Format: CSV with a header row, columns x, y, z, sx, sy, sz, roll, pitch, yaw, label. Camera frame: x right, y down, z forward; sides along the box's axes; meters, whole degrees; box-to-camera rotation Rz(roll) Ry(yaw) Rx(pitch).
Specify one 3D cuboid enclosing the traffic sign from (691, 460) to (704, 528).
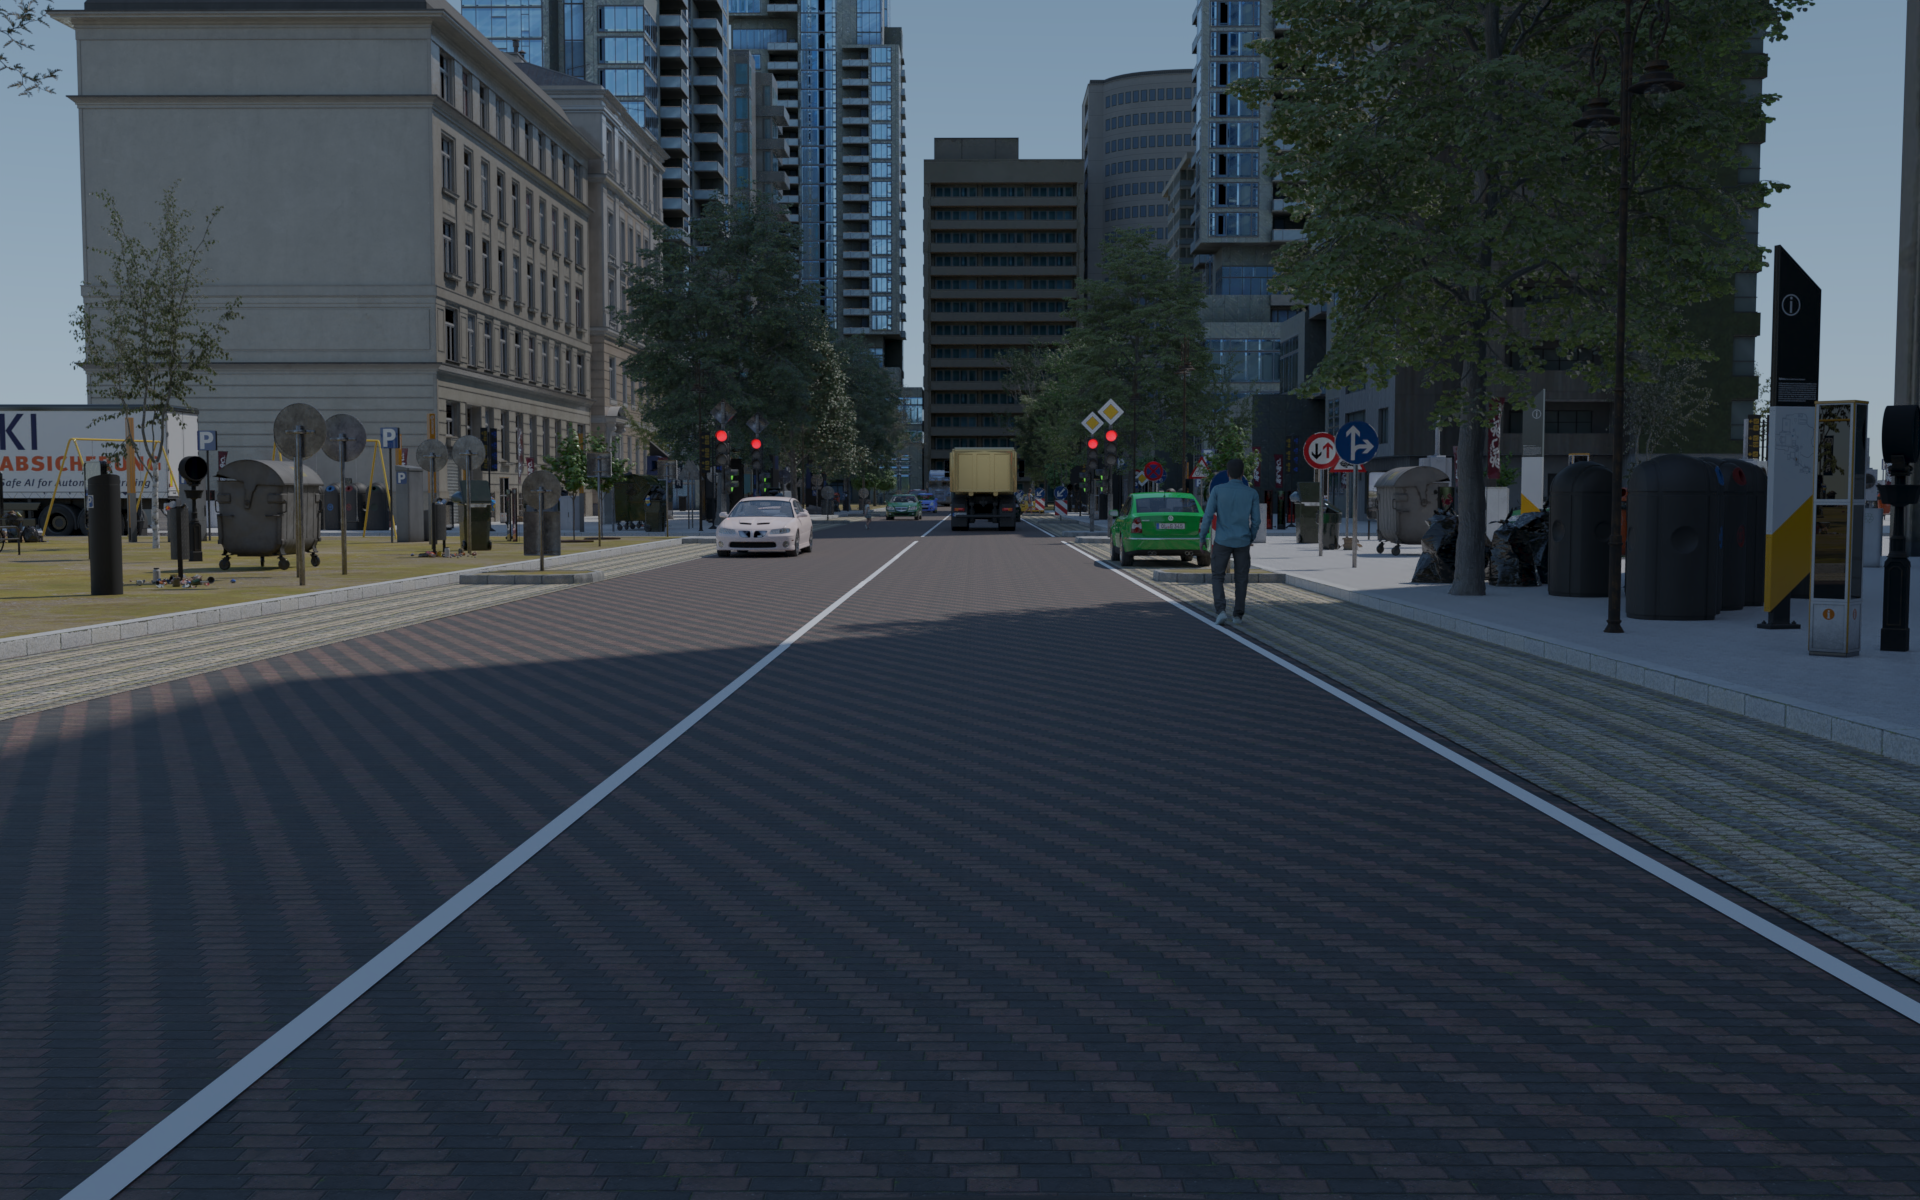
x,y,z,sx,sy,sz,roll,pitch,yaw,label
-10.115,-4.002,65.436,0.884,2.594,0.081,0,4,2,traffic sign

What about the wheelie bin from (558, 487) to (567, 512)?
x,y,z,sx,sy,sz,roll,pitch,yaw,label
-17.270,-4.091,74.791,0.693,1.594,0.980,-3,4,-39,wheelie bin

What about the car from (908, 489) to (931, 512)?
x,y,z,sx,sy,sz,roll,pitch,yaw,label
-3.383,-8.039,140.112,2.281,1.827,5.304,0,4,-1,car

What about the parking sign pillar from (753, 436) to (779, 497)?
x,y,z,sx,sy,sz,roll,pitch,yaw,label
-8.993,-5.482,78.096,1.447,3.967,1.447,0,4,7,parking sign pillar

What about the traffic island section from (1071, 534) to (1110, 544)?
x,y,z,sx,sy,sz,roll,pitch,yaw,label
4.445,-1.761,51.069,2.009,0.180,2.903,0,4,1,traffic island section

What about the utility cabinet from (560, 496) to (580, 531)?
x,y,z,sx,sy,sz,roll,pitch,yaw,label
-13.826,-3.070,61.355,0.306,1.237,1.020,-3,4,-38,utility cabinet

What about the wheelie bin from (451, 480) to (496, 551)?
x,y,z,sx,sy,sz,roll,pitch,yaw,label
-11.076,-1.925,39.384,0.980,1.594,0.693,-2,4,-29,wheelie bin

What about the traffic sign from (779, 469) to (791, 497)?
x,y,z,sx,sy,sz,roll,pitch,yaw,label
-9.114,-5.470,89.544,0.768,2.556,0.104,0,4,5,traffic sign

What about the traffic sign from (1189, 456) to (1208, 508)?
x,y,z,sx,sy,sz,roll,pitch,yaw,label
8.336,-3.656,59.772,0.884,2.594,0.081,1,4,10,traffic sign

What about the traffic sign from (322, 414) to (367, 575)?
x,y,z,sx,sy,sz,roll,pitch,yaw,label
-9.792,-1.674,27.482,0.768,2.556,0.104,0,4,3,traffic sign

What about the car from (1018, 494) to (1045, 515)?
x,y,z,sx,sy,sz,roll,pitch,yaw,label
4.887,-6.677,119.387,2.015,1.641,3.980,0,4,-1,car

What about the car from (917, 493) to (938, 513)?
x,y,z,sx,sy,sz,roll,pitch,yaw,label
-2.625,-7.430,131.075,1.945,1.707,3.694,0,4,2,car

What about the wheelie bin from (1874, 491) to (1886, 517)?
x,y,z,sx,sy,sz,roll,pitch,yaw,label
52.472,-5.561,98.824,0.693,1.594,0.980,1,4,18,wheelie bin

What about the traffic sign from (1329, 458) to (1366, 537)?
x,y,z,sx,sy,sz,roll,pitch,yaw,label
9.422,-2.576,42.123,0.884,2.594,0.081,0,4,5,traffic sign

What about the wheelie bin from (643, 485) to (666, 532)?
x,y,z,sx,sy,sz,roll,pitch,yaw,label
-10.288,-3.101,58.615,0.693,1.594,0.980,1,4,12,wheelie bin

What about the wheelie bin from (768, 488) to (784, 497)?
x,y,z,sx,sy,sz,roll,pitch,yaw,label
-9.687,-5.075,90.878,0.980,1.594,0.693,-2,4,-27,wheelie bin

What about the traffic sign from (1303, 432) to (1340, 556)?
x,y,z,sx,sy,sz,roll,pitch,yaw,label
7.446,-2.176,35.676,0.768,2.556,0.104,0,4,7,traffic sign

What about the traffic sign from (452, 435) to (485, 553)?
x,y,z,sx,sy,sz,roll,pitch,yaw,label
-10.639,-2.286,37.488,0.768,2.556,0.104,1,4,9,traffic sign

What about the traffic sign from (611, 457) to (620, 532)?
x,y,z,sx,sy,sz,roll,pitch,yaw,label
-11.812,-3.599,58.950,0.768,2.556,0.104,0,4,6,traffic sign

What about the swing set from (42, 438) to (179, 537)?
x,y,z,sx,sy,sz,roll,pitch,yaw,label
-24.052,-3.184,49.674,2.862,2.851,3.119,2,4,26,swing set

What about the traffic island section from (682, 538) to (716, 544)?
x,y,z,sx,sy,sz,roll,pitch,yaw,label
-6.996,-1.768,51.181,2.009,0.180,2.903,0,4,1,traffic island section

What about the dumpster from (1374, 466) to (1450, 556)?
x,y,z,sx,sy,sz,roll,pitch,yaw,label
9.565,-1.886,36.592,1.264,1.857,1.865,0,4,1,dumpster

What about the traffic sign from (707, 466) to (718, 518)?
x,y,z,sx,sy,sz,roll,pitch,yaw,label
-11.211,-4.836,79.167,0.768,2.556,0.104,1,4,9,traffic sign

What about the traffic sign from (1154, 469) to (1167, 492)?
x,y,z,sx,sy,sz,roll,pitch,yaw,label
9.402,-5.012,82.051,0.768,2.556,0.104,0,4,7,traffic sign

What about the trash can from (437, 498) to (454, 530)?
x,y,z,sx,sy,sz,roll,pitch,yaw,label
-18.282,-3.047,61.479,0.748,1.137,0.748,0,3,0,trash can

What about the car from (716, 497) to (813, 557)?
x,y,z,sx,sy,sz,roll,pitch,yaw,label
-4.595,-1.762,41.165,2.083,1.381,4.827,0,4,2,car

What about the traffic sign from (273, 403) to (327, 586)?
x,y,z,sx,sy,sz,roll,pitch,yaw,label
-9.229,-1.475,24.229,0.768,2.556,0.104,0,4,4,traffic sign

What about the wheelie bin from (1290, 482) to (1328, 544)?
x,y,z,sx,sy,sz,roll,pitch,yaw,label
9.051,-2.273,45.076,0.980,1.594,0.693,0,4,-4,wheelie bin

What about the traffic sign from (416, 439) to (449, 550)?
x,y,z,sx,sy,sz,roll,pitch,yaw,label
-12.191,-2.441,40.011,0.768,2.556,0.104,0,4,4,traffic sign

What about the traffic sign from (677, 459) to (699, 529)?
x,y,z,sx,sy,sz,roll,pitch,yaw,label
-10.000,-3.904,63.830,0.884,2.594,0.081,0,4,4,traffic sign

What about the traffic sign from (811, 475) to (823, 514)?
x,y,z,sx,sy,sz,roll,pitch,yaw,label
-9.041,-6.689,109.468,0.768,2.556,0.104,1,4,9,traffic sign

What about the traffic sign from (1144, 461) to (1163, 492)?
x,y,z,sx,sy,sz,roll,pitch,yaw,label
7.545,-4.128,67.600,0.768,2.556,0.104,1,4,9,traffic sign

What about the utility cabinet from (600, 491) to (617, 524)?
x,y,z,sx,sy,sz,roll,pitch,yaw,label
-14.943,-3.963,73.471,0.318,1.500,1.173,1,4,15,utility cabinet

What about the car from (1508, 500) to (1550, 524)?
x,y,z,sx,sy,sz,roll,pitch,yaw,label
19.416,-2.641,54.985,4.920,1.459,2.131,0,4,-1,car

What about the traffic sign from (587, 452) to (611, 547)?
x,y,z,sx,sy,sz,roll,pitch,yaw,label
-8.798,-2.453,42.230,0.606,2.300,0.079,0,4,5,traffic sign

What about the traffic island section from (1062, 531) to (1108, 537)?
x,y,z,sx,sy,sz,roll,pitch,yaw,label
4.520,-2.249,59.054,2.009,0.180,2.903,0,4,1,traffic island section

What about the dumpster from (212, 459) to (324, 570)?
x,y,z,sx,sy,sz,roll,pitch,yaw,label
-11.893,-1.472,29.827,1.264,1.857,1.865,0,4,1,dumpster

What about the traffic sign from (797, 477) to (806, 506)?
x,y,z,sx,sy,sz,roll,pitch,yaw,label
-11.637,-7.755,126.804,0.884,2.594,0.081,0,4,1,traffic sign

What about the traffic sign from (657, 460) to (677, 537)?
x,y,z,sx,sy,sz,roll,pitch,yaw,label
-8.790,-3.050,51.996,0.606,2.300,0.079,1,4,10,traffic sign

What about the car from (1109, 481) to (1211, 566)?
x,y,z,sx,sy,sz,roll,pitch,yaw,label
4.075,-1.635,35.525,1.959,1.807,4.718,0,4,1,car

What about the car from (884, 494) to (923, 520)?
x,y,z,sx,sy,sz,roll,pitch,yaw,label
-3.108,-5.183,96.543,2.131,1.459,4.920,0,4,2,car

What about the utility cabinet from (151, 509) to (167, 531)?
x,y,z,sx,sy,sz,roll,pitch,yaw,label
-27.212,-3.121,59.711,1.173,1.500,0.318,-3,4,-38,utility cabinet

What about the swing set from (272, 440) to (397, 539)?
x,y,z,sx,sy,sz,roll,pitch,yaw,label
-18.010,-3.148,49.093,3.119,2.851,2.862,-3,4,-37,swing set

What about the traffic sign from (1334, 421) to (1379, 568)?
x,y,z,sx,sy,sz,roll,pitch,yaw,label
6.875,-1.835,30.110,0.768,2.556,0.104,0,4,1,traffic sign

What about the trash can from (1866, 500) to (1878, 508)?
x,y,z,sx,sy,sz,roll,pitch,yaw,label
48.567,-4.928,92.221,0.748,1.137,0.748,0,3,0,trash can

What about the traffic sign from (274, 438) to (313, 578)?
x,y,z,sx,sy,sz,roll,pitch,yaw,label
-10.147,-1.616,26.522,0.768,2.556,0.104,0,4,7,traffic sign

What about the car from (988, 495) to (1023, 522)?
x,y,z,sx,sy,sz,roll,pitch,yaw,label
2.298,-4.940,90.553,2.009,1.686,4.222,0,4,1,car

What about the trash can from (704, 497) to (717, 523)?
x,y,z,sx,sy,sz,roll,pitch,yaw,label
-11.023,-4.014,77.287,0.748,1.137,0.748,0,3,0,trash can

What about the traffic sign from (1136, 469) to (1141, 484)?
x,y,z,sx,sy,sz,roll,pitch,yaw,label
9.035,-5.431,88.896,0.768,2.556,0.104,1,4,8,traffic sign

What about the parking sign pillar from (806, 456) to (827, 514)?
x,y,z,sx,sy,sz,roll,pitch,yaw,label
-9.196,-7.471,110.621,1.447,3.967,1.447,1,4,22,parking sign pillar

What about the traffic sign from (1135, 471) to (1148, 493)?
x,y,z,sx,sy,sz,roll,pitch,yaw,label
8.858,-5.086,84.348,0.795,2.450,0.064,0,4,6,traffic sign

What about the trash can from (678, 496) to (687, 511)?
x,y,z,sx,sy,sz,roll,pitch,yaw,label
-20.601,-7.155,128.645,0.748,1.137,0.748,0,3,0,trash can
